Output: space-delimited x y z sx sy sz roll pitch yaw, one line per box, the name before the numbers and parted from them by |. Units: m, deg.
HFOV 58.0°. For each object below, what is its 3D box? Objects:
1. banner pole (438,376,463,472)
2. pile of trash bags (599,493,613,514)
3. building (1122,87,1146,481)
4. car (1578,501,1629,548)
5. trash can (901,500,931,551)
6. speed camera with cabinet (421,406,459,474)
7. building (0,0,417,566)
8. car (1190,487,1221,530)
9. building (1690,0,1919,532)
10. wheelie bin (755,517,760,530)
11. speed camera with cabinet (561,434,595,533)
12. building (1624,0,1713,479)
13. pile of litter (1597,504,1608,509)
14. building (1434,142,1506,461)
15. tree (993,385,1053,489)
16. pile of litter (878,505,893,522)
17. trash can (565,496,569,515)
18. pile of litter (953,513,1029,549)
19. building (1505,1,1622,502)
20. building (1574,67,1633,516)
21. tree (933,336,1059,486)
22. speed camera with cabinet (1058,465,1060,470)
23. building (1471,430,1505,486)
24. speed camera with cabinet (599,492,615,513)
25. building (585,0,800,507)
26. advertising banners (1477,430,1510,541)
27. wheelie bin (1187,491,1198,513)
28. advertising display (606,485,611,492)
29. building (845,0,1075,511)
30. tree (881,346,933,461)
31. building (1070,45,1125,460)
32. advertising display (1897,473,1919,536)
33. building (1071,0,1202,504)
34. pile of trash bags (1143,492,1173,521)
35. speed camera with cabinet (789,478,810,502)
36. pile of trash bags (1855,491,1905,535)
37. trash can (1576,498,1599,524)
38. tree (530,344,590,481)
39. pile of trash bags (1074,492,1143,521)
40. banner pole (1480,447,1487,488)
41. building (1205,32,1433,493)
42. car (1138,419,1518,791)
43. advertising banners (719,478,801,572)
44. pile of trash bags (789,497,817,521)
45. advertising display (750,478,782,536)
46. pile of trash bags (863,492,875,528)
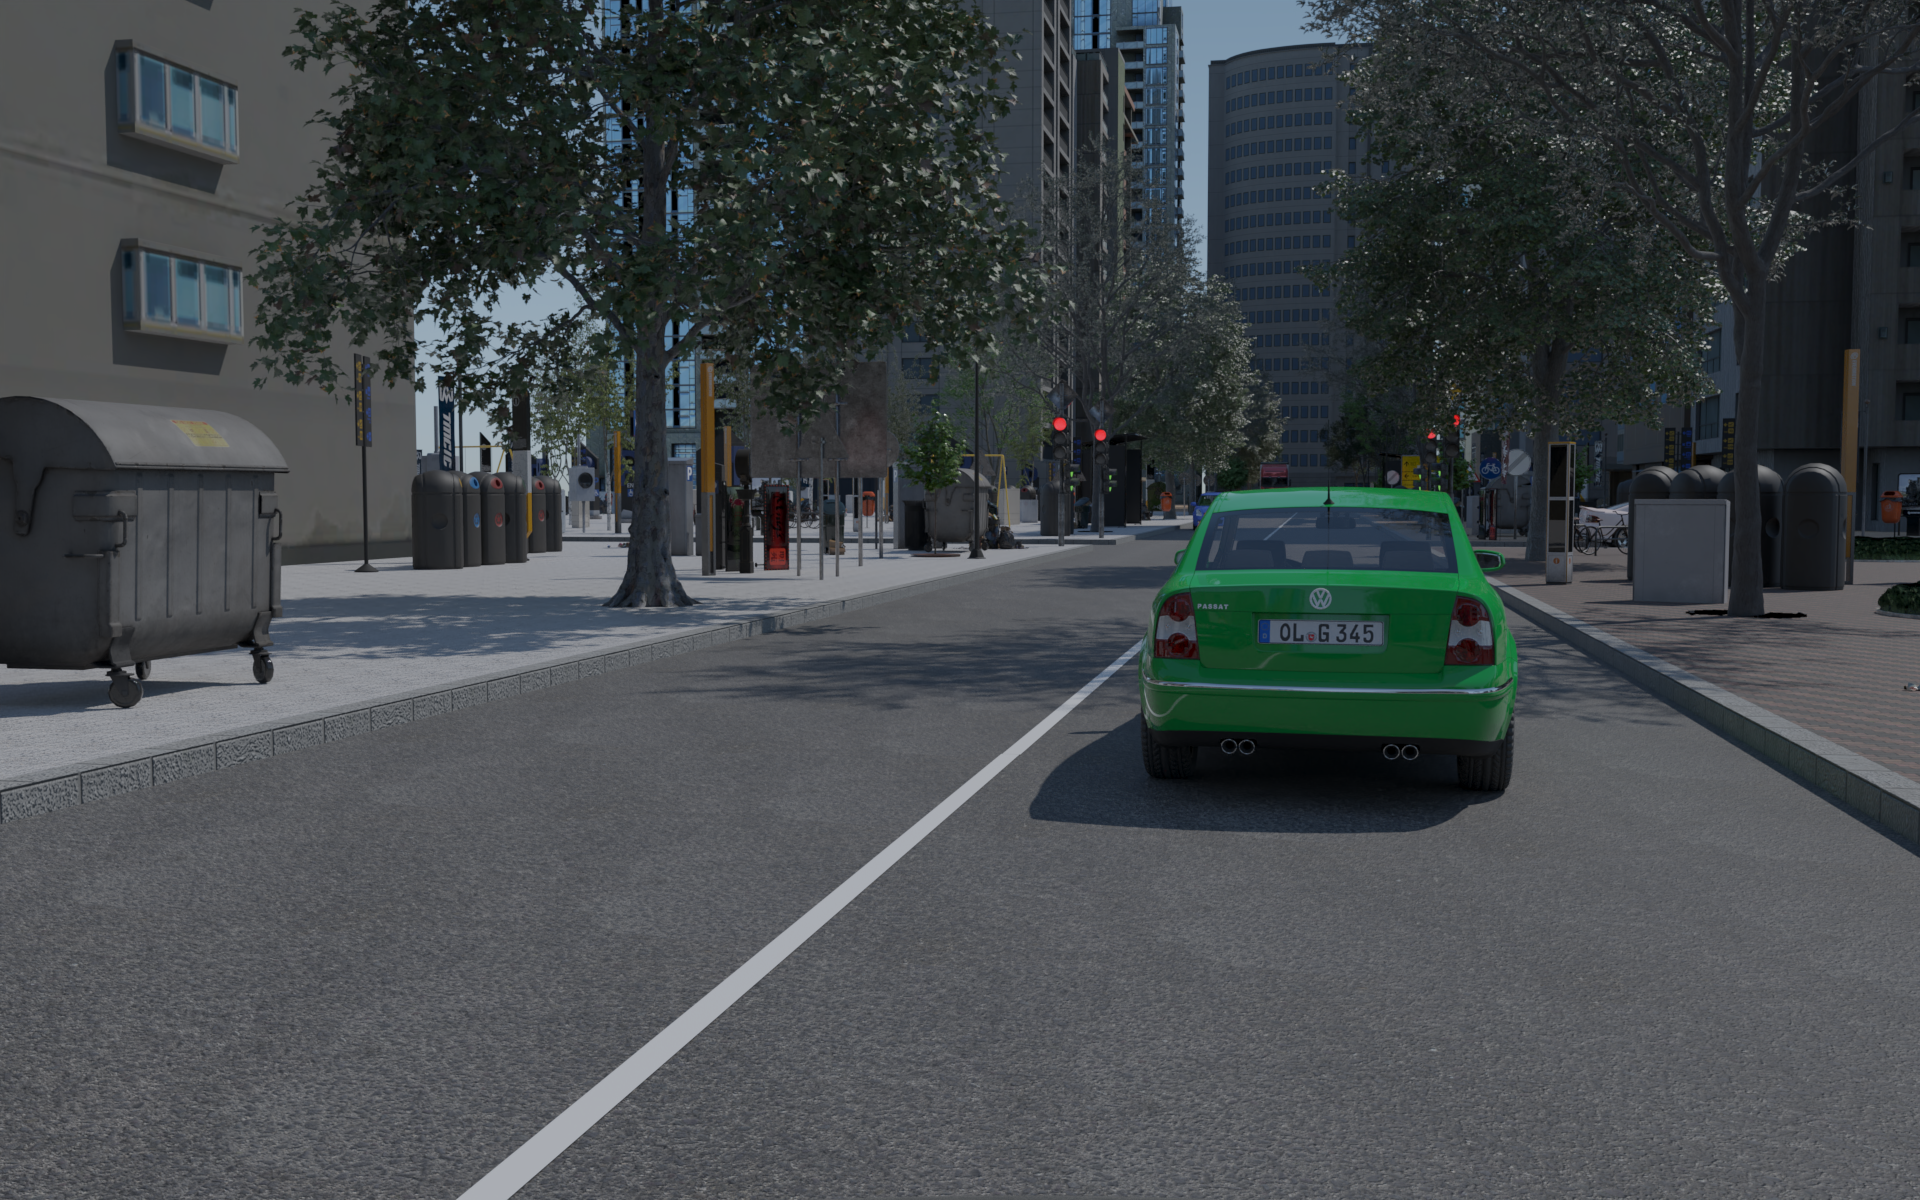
banner pole | -9.527 -2.602 32.560 0.401 3.779 0.863 1 4 23
pile of trash bags | -23.045 -6.165 110.544 1.912 1.369 3.447 1 4 14
building | 5.091 -32.252 181.937 28.867 44.769 22.147 1 4 12
car | 18.240 -1.936 44.010 4.827 1.381 2.083 1 4 12
trash can | -0.961 -1.698 39.422 0.748 1.137 0.748 0 3 0
speed camera with cabinet | -11.058 -2.736 39.065 2.038 3.252 0.660 0 4 7
building | -23.552 -24.592 25.785 21.600 48.544 21.300 1 4 12
car | 10.210 -3.649 69.250 1.945 1.707 3.694 1 4 10
building | 35.217 -17.772 62.270 14.107 30.474 14.160 1 4 12
wheelie bin | -6.874 -3.264 61.279 0.980 1.594 0.693 1 4 14
speed camera with cabinet | -12.995 -3.812 56.655 2.038 3.252 0.660 -3 5 -40
building | 37.760 -25.995 75.125 14.600 45.320 14.200 1 4 12
pile of litter | 28.207 -3.825 76.507 1.176 0.858 1.719 -1 4 -9
building | 75.392 -36.735 220.227 30.456 49.044 23.786 1 4 12
tree | 4.453 -9.945 112.963 4.737 8.622 4.395 0 3 0
pile of litter | -3.339 -4.059 80.329 1.176 0.858 1.719 1 4 9
trash can | -23.813 -5.653 104.081 0.748 1.137 0.748 0 3 0
pile of litter | 0.719 -1.629 40.595 1.719 0.858 1.176 1 4 23
building | 54.303 -36.345 136.245 21.231 58.520 28.212 1 4 12
building | 52.230 -24.956 99.911 32.217 40.220 23.993 1 4 12
tree | 2.059 -10.820 102.661 9.928 11.665 9.643 0 3 0
speed camera with cabinet | 6.289 -7.536 117.551 0.660 3.252 2.038 -1 4 -19
building | 62.000 -52.068 163.977 22.319 86.520 31.000 1 4 12
speed camera with cabinet | -23.898 -7.357 114.624 2.038 3.252 0.660 1 4 17
building | -24.470 -53.385 185.519 31.000 86.520 22.319 1 4 12
advertising banners | 14.780 -3.168 47.987 0.090 3.025 2.074 0 4 -5
wheelie bin | 16.078 -6.846 119.841 0.693 1.594 0.980 0 4 -5
advertising display | -24.036 -6.919 118.338 0.123 1.923 0.974 -2 4 -24
building | 0.194 -42.734 136.956 20.563 71.187 20.611 1 4 12
tree | -3.098 -8.243 85.131 4.360 8.622 3.978 0 3 0
building | 6.913 -28.860 155.447 14.154 41.232 14.086 1 4 12
advertising display | 29.143 -2.916 52.891 0.123 1.923 0.974 -3 5 -39
building | 16.697 -56.125 230.322 31.000 86.520 22.319 1 4 12
pile of trash bags | 8.665 -4.540 83.977 3.447 1.369 1.912 -1 4 -15
speed camera with cabinet | -9.154 -6.111 94.248 2.038 3.252 0.660 1 4 15
pile of trash bags | 25.635 -2.485 50.386 1.912 1.369 3.447 -3 4 -39
trash can | 21.300 -2.886 58.837 0.748 1.137 0.748 0 3 0
tree | -18.445 -7.844 78.619 4.360 8.622 3.978 0 3 0
pile of trash bags | 6.514 -4.343 80.760 3.447 1.369 1.912 1 4 19
banner pole | 27.643 -6.207 91.493 0.401 3.779 0.863 3 5 41
building | 46.451 -41.763 224.830 28.212 58.520 21.231 1 4 12
car | 2.126 -0.066 9.869 1.959 1.807 4.718 1 4 14
advertising banners | -3.111 -2.009 29.037 2.074 3.025 0.090 -3 4 -38
pile of trash bags | -8.508 -4.476 82.942 3.447 1.369 1.912 0 4 2
advertising display | -5.981 -2.951 53.465 0.974 1.923 0.123 -1 4 -17
pile of trash bags | -2.078 -3.396 65.284 3.447 1.369 1.912 0 4 6
